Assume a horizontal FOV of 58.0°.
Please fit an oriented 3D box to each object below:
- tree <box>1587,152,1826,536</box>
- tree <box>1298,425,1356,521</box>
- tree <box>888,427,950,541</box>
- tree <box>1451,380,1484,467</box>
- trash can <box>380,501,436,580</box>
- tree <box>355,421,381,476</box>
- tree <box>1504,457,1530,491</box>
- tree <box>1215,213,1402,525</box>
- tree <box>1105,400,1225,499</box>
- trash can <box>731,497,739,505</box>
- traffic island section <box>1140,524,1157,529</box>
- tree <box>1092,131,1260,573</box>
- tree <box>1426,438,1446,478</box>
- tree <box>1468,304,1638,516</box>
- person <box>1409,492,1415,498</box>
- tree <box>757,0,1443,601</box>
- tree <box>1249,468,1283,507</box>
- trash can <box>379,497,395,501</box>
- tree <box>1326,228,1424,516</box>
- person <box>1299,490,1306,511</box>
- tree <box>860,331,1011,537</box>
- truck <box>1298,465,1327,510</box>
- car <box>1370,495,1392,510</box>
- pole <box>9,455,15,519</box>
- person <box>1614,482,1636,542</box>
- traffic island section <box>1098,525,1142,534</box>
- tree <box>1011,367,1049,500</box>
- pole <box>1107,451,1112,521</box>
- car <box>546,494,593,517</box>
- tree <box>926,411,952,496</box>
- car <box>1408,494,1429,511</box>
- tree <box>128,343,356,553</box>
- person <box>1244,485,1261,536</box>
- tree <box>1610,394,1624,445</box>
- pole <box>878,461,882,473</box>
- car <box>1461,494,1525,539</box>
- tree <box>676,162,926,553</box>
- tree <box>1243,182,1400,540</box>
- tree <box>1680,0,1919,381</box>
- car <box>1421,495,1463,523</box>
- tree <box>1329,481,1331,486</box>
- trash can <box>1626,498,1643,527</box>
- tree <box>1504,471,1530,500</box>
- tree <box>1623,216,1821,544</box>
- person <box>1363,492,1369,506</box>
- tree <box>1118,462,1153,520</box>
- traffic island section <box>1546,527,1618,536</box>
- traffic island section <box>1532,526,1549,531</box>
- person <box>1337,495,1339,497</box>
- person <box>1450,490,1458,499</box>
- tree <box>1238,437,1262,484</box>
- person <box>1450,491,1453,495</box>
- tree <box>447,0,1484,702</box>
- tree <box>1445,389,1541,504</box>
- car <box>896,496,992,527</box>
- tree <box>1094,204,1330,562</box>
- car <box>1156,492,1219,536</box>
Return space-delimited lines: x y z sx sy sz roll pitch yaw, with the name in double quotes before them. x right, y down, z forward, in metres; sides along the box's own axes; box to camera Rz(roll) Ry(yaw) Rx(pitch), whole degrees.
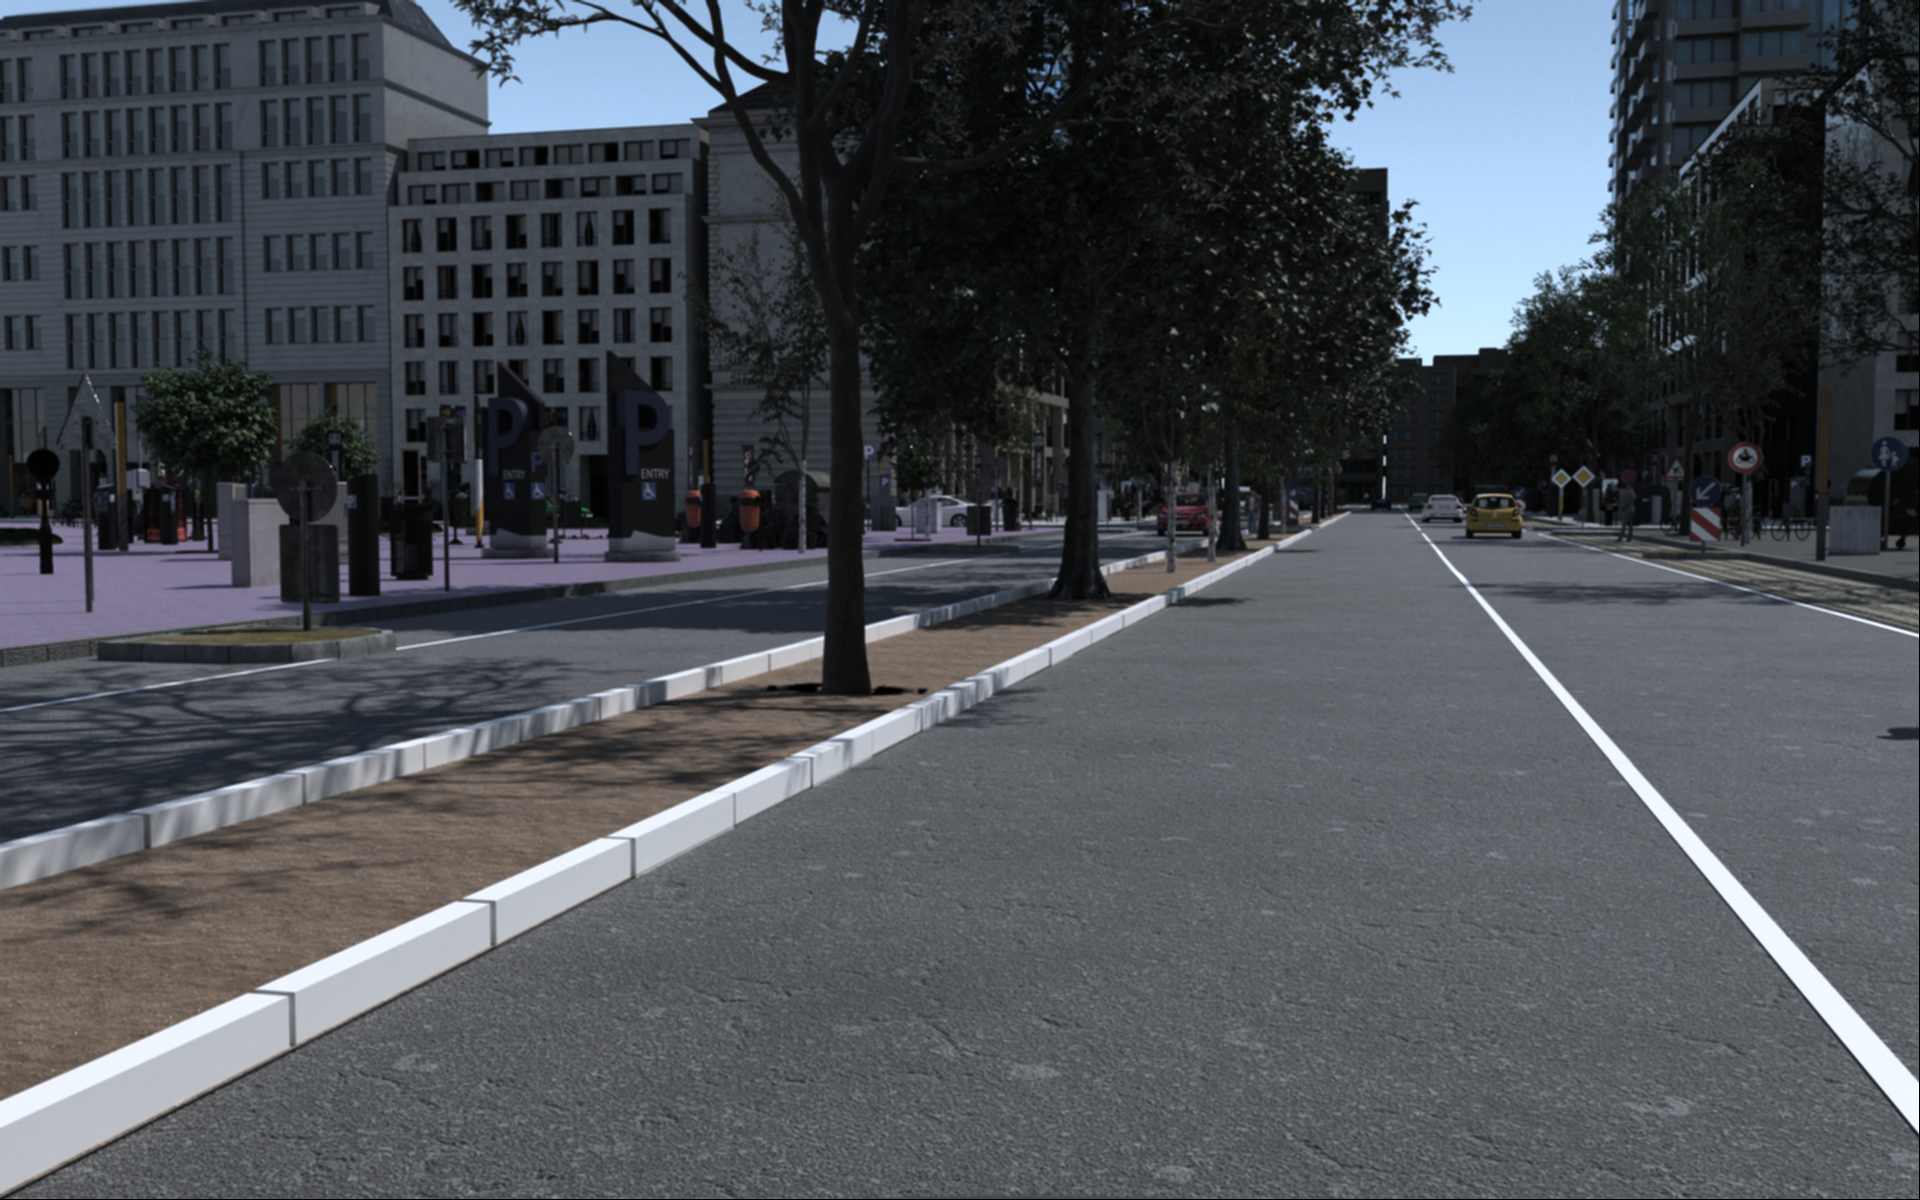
"tree" 22.336 -7.759 52.621 9.928 11.665 9.643 0 3 0
"tree" 19.088 -8.516 92.052 4.360 8.622 3.978 0 3 0
"tree" -1.309 -3.222 47.277 1.663 3.219 1.824 0 3 0
"tree" 28.366 -9.295 77.723 9.928 11.665 9.643 0 3 0
"trash can" -8.221 -0.875 25.955 0.748 1.137 0.748 0 3 0
"tree" -23.040 -4.889 63.649 4.285 4.588 4.351 0 3 0
"tree" 47.069 -12.107 148.315 4.737 8.622 4.395 0 3 0
"tree" 14.134 -10.058 73.560 9.857 13.997 8.962 0 3 0
"tree" 11.987 -11.244 101.966 7.486 12.596 7.792 0 3 0
"trash can" -18.438 -8.129 144.567 0.748 1.137 0.748 0 3 0
"traffic island section" 7.361 -3.036 71.924 2.009 0.180 2.903 1 4 14
"tree" 3.876 -4.805 31.390 4.360 8.622 3.978 0 3 0
"tree" 62.293 -17.114 214.232 8.767 10.594 7.601 0 4 -3
"tree" 34.648 -11.258 101.075 9.611 12.733 9.660 0 3 0
"person" 54.294 -12.122 207.421 0.721 1.735 1.217 -3 4 -36
"tree" 1.684 -6.363 23.508 9.611 12.733 9.660 0 3 0
"tree" 34.847 -12.960 195.608 4.285 4.588 4.351 0 3 0
"trash can" -26.567 -4.200 80.330 0.748 1.137 0.748 0 3 0
"tree" 22.633 -15.456 111.053 12.611 20.169 13.585 0 3 0
"person" 28.336 -8.236 143.338 0.592 1.802 0.473 -1 4 -9
"tree" -0.961 -6.170 51.235 4.737 8.622 4.395 0 3 0
"truck" 33.777 -10.803 166.386 2.967 4.110 18.799 1 4 12
"car" 37.460 -8.654 154.070 1.945 1.354 3.894 1 4 13
"pole" -49.732 -5.931 90.807 0.158 3.312 0.155 0 3 0
"person" 19.887 -2.631 51.790 0.573 1.790 0.520 1 4 22
"traffic island section" 5.442 -2.562 64.172 2.009 0.180 2.903 1 4 14
"tree" 2.745 -8.426 88.122 4.737 8.622 4.395 0 3 0
"pole" 7.158 -5.450 82.945 0.158 3.312 0.155 0 3 0
"car" -18.112 -4.019 74.503 4.718 1.807 1.959 1 4 13
"tree" -1.261 -7.652 75.473 4.360 8.622 3.978 0 3 0
"car" 38.894 -8.424 146.525 1.959 1.807 4.718 1 4 13
"tree" -16.473 -3.322 38.033 4.285 4.588 4.351 0 3 0
"person" 9.895 -3.007 58.496 0.563 1.720 0.643 2 4 24
"tree" 44.611 -9.981 113.552 4.360 8.622 3.978 0 3 0
"pole" -3.604 -5.153 78.102 0.158 3.312 0.155 0 3 0
"car" 17.519 -2.855 56.906 2.015 1.641 3.980 1 4 15
"tree" -3.655 -5.332 37.534 4.360 8.622 3.978 0 3 0
"tree" 9.530 -7.659 53.430 9.928 11.665 9.643 0 3 0
"tree" 16.014 -5.653 26.841 8.767 10.594 7.601 0 4 6
"car" 24.449 -4.615 87.824 2.083 1.381 4.827 1 4 13
"tree" 11.411 -6.598 60.700 4.737 8.622 4.395 0 3 0
"trash can" 26.709 -3.488 68.681 0.748 1.137 0.748 0 3 0
"tree" 39.426 -7.804 122.200 1.663 3.219 1.824 0 3 0
"tree" 20.216 -5.769 44.684 4.360 8.622 3.978 0 3 0
"person" 50.822 -12.688 216.879 0.436 1.711 0.756 -2 4 -31
"tree" 8.716 -5.534 85.090 1.663 3.219 1.824 0 3 0
"traffic island section" 21.645 -2.317 60.171 2.009 0.180 2.903 1 4 14
"traffic island section" 23.564 -2.792 67.923 2.009 0.180 2.903 1 4 14
"person" 47.315 -12.735 216.585 0.709 1.838 0.599 3 4 37
"person" 47.164 -9.609 165.591 1.348 1.826 0.705 -2 4 -27
"tree" 19.918 -13.265 135.017 7.486 12.596 7.792 0 3 0
"person" 54.488 -11.175 191.884 0.621 1.740 0.551 0 4 -1
"tree" -0.823 -6.060 11.900 12.009 13.543 11.850 0 3 0
"tree" 41.452 -11.880 128.654 7.601 10.594 8.767 2 4 34
"car" -1.080 -3.539 70.223 4.827 1.381 2.083 1 4 14
"tree" 5.260 -5.077 35.827 4.737 8.622 4.395 0 3 0
"car" 7.919 -3.120 60.046 2.155 1.783 4.494 1 4 14
